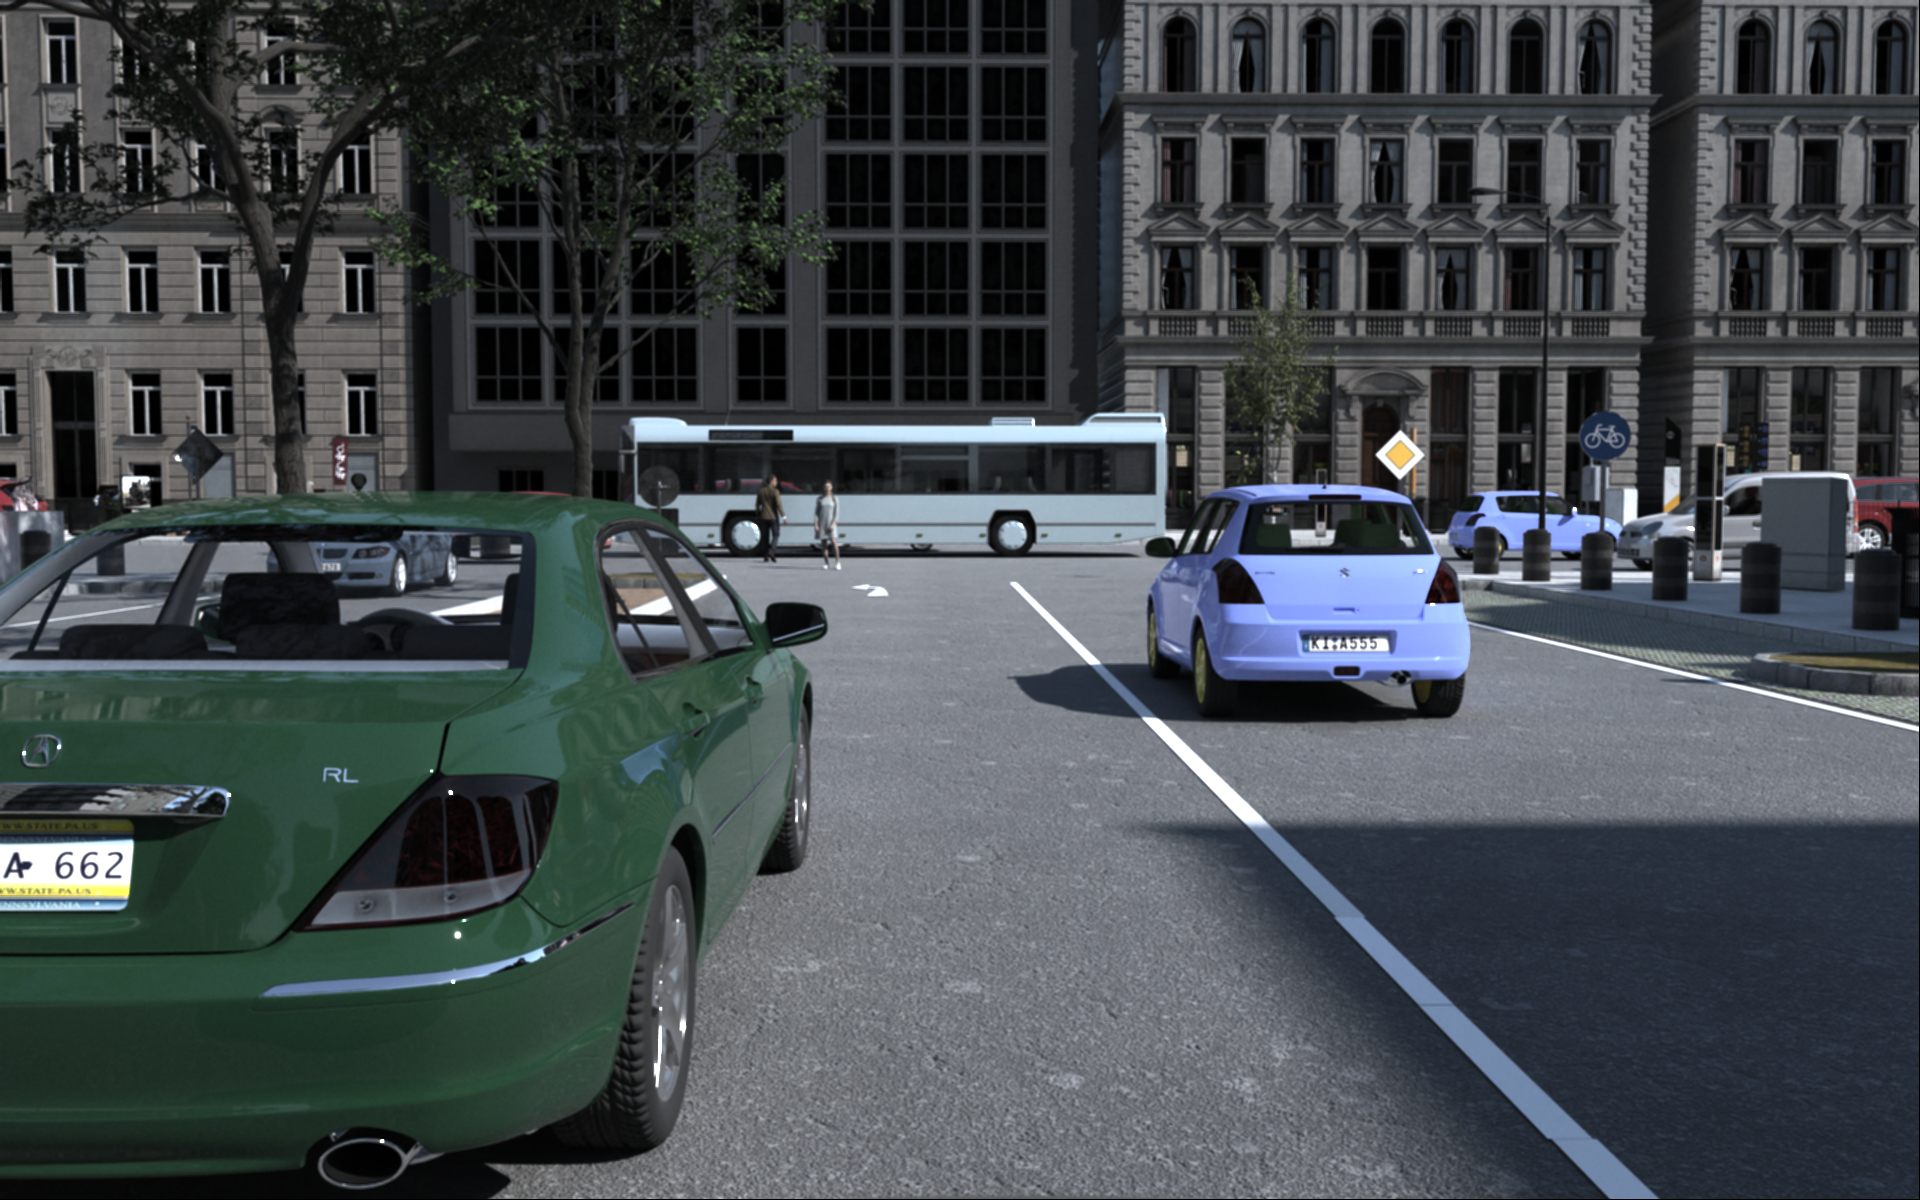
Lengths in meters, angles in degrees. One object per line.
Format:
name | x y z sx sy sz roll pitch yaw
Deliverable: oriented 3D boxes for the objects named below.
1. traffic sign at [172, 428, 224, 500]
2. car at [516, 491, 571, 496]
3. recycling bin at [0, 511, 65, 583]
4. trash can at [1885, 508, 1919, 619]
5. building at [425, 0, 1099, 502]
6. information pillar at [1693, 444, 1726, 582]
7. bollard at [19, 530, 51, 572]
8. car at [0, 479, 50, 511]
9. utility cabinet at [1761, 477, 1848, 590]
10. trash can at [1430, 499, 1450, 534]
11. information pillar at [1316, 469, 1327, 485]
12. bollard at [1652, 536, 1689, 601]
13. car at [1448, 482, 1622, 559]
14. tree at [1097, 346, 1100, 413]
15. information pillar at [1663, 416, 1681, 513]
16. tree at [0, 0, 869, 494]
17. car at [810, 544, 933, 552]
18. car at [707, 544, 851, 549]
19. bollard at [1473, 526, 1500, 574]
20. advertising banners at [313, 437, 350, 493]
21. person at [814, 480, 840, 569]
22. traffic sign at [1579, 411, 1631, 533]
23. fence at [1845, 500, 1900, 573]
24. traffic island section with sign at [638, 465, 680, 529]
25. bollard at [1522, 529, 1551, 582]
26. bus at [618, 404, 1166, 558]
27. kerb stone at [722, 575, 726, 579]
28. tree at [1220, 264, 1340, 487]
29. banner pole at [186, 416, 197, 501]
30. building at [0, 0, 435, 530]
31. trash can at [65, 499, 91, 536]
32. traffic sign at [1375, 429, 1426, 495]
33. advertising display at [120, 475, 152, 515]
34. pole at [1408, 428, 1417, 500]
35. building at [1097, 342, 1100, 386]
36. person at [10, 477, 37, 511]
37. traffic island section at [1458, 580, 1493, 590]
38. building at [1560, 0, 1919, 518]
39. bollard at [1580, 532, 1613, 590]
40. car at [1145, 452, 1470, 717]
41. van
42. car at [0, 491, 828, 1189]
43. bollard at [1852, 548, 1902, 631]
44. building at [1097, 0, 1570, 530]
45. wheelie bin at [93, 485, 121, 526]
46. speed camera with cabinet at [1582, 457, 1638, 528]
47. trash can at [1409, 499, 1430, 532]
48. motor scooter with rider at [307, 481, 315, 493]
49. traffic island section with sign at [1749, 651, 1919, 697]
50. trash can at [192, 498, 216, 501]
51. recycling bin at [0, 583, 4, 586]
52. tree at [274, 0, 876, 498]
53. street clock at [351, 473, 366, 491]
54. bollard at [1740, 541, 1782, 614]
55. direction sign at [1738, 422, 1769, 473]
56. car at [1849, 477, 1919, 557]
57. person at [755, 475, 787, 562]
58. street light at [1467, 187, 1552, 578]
traffic sign | -11.672 -1.401 26.549 0.795 2.450 0.064 0 4 -1
car | -9.534 -1.647 35.963 4.494 1.783 2.155 0 4 -2
recycling bin | -13.994 -0.824 26.034 0.722 1.027 0.722 2 4 29
trash can | 10.003 -0.387 17.979 0.748 1.137 0.748 0 3 0
building | -7.072 -16.730 67.043 24.014 27.812 14.314 0 4 -1
information pillar | 11.019 -1.284 25.483 0.304 2.012 0.304 -3 5 -42
bollard | -13.297 -0.624 24.916 0.404 0.777 0.398 0 3 0
car | -23.493 -1.874 39.319 5.304 1.827 2.281 0 4 -2
utility cabinet | 11.320 -0.891 23.245 0.318 1.500 1.173 -1 4 -19
trash can | 15.376 -2.691 55.657 0.748 1.137 0.748 0 3 0
information pillar | 10.734 -2.876 51.514 0.304 2.012 0.304 0 4 7
bollard | 8.608 -0.384 20.988 0.404 0.777 0.398 0 3 0
car | 12.583 -1.722 37.747 3.694 1.707 1.945 0 4 -2
tree | 7.381 -13.201 123.264 7.806 13.903 7.818 0 3 0
information pillar | 21.469 -3.725 52.265 0.504 3.616 0.183 0 4 -2
tree | -4.534 -4.593 11.965 8.767 10.594 7.601 0 4 -1
car | -2.179 -1.908 43.771 3.894 1.354 1.945 0 4 -3
car | -4.830 -2.285 46.030 5.304 1.827 2.281 0 4 -3
bollard | 8.462 -0.803 27.840 0.404 0.777 0.398 0 3 0
advertising banners | -19.874 -3.504 53.472 2.074 3.025 0.090 0 4 -4
person | -2.528 -1.446 33.146 0.512 1.701 0.522 0 4 2
traffic sign | 9.899 -1.625 26.670 0.768 2.556 0.104 0 4 7
fence | 13.285 -0.926 26.338 2.264 1.192 0.480 0 4 -7
traffic island section with sign | -4.787 -1.153 26.989 2.006 1.907 1.989 0 4 -1
bollard | 8.509 -0.663 25.553 0.404 0.777 0.398 0 3 0
bus | -2.023 -2.761 40.009 13.247 3.499 2.948 0 4 -2
kerb stone | -3.739 -0.281 26.798 0.120 0.150 1.000 0 4 -1
tree | 10.223 -6.477 56.264 4.737 8.622 4.395 0 3 0
banner pole | -24.625 -4.011 55.597 0.401 3.779 0.863 0 4 1
building | -31.623 -16.460 66.387 25.104 27.353 12.463 0 4 -1
trash can | -26.969 -2.529 53.011 0.748 1.137 0.748 0 3 0
traffic sign | 6.819 -1.423 26.917 0.795 2.450 0.064 0 4 -1
advertising display | -28.142 -3.300 59.165 0.974 1.923 0.123 -3 5 -44
pole | 13.977 -3.650 53.515 0.158 3.312 0.155 0 3 0
building | 15.055 -37.085 230.036 21.600 48.544 21.300 0 4 -1
person | -17.041 -1.372 31.599 0.551 1.740 0.621 2 4 30
traffic island section | 6.842 -0.288 26.994 2.009 0.180 2.903 0 4 -1
building | 35.199 -14.515 66.201 19.941 23.489 11.050 0 4 -1
bollard | 8.554 -0.523 23.267 0.404 0.777 0.398 0 3 0
car | 2.346 -0.174 12.444 1.945 1.707 3.694 0 4 -1
van | 14.298 -1.526 31.960 4.112 2.044 2.013 0 4 -1
car | -1.516 0.402 5.231 2.131 1.459 4.920 0 4 1
bollard | 8.697 -0.105 16.429 0.404 0.777 0.398 0 3 0
building | 14.937 -14.499 65.942 19.941 23.489 11.050 0 4 -1
wheelie bin | -29.489 -3.192 60.098 0.693 1.594 0.980 3 5 41
speed camera with cabinet | 20.742 -3.728 55.289 0.660 3.252 2.038 -1 4 -18
trash can | 13.687 -2.487 52.315 0.748 1.137 0.748 0 3 0
motor scooter with rider | -15.023 -1.939 40.667 1.986 1.779 0.876 0 4 0
traffic island section with sign | 7.148 -0.269 13.028 1.989 1.847 2.006 0 4 -1
trash can | -25.495 -2.860 58.418 0.748 1.137 0.748 0 3 0
recycling bin | -13.597 -0.692 23.862 0.722 1.027 0.722 0 4 -7
tree | -4.862 -5.749 22.207 9.928 11.665 9.643 0 3 0
street clock | -21.014 -3.425 60.567 0.358 2.002 0.471 3 5 43
bollard | 8.651 -0.244 18.709 0.404 0.777 0.398 0 3 0
direction sign | 25.092 -3.844 54.847 0.876 3.537 0.379 1 4 15
car | 21.431 -1.860 39.090 5.304 1.827 2.281 0 4 -2
person | -3.979 -1.718 36.493 0.656 1.842 0.836 0 4 -7
street light | 8.365 -3.292 26.360 1.470 5.913 1.316 0 4 -1
